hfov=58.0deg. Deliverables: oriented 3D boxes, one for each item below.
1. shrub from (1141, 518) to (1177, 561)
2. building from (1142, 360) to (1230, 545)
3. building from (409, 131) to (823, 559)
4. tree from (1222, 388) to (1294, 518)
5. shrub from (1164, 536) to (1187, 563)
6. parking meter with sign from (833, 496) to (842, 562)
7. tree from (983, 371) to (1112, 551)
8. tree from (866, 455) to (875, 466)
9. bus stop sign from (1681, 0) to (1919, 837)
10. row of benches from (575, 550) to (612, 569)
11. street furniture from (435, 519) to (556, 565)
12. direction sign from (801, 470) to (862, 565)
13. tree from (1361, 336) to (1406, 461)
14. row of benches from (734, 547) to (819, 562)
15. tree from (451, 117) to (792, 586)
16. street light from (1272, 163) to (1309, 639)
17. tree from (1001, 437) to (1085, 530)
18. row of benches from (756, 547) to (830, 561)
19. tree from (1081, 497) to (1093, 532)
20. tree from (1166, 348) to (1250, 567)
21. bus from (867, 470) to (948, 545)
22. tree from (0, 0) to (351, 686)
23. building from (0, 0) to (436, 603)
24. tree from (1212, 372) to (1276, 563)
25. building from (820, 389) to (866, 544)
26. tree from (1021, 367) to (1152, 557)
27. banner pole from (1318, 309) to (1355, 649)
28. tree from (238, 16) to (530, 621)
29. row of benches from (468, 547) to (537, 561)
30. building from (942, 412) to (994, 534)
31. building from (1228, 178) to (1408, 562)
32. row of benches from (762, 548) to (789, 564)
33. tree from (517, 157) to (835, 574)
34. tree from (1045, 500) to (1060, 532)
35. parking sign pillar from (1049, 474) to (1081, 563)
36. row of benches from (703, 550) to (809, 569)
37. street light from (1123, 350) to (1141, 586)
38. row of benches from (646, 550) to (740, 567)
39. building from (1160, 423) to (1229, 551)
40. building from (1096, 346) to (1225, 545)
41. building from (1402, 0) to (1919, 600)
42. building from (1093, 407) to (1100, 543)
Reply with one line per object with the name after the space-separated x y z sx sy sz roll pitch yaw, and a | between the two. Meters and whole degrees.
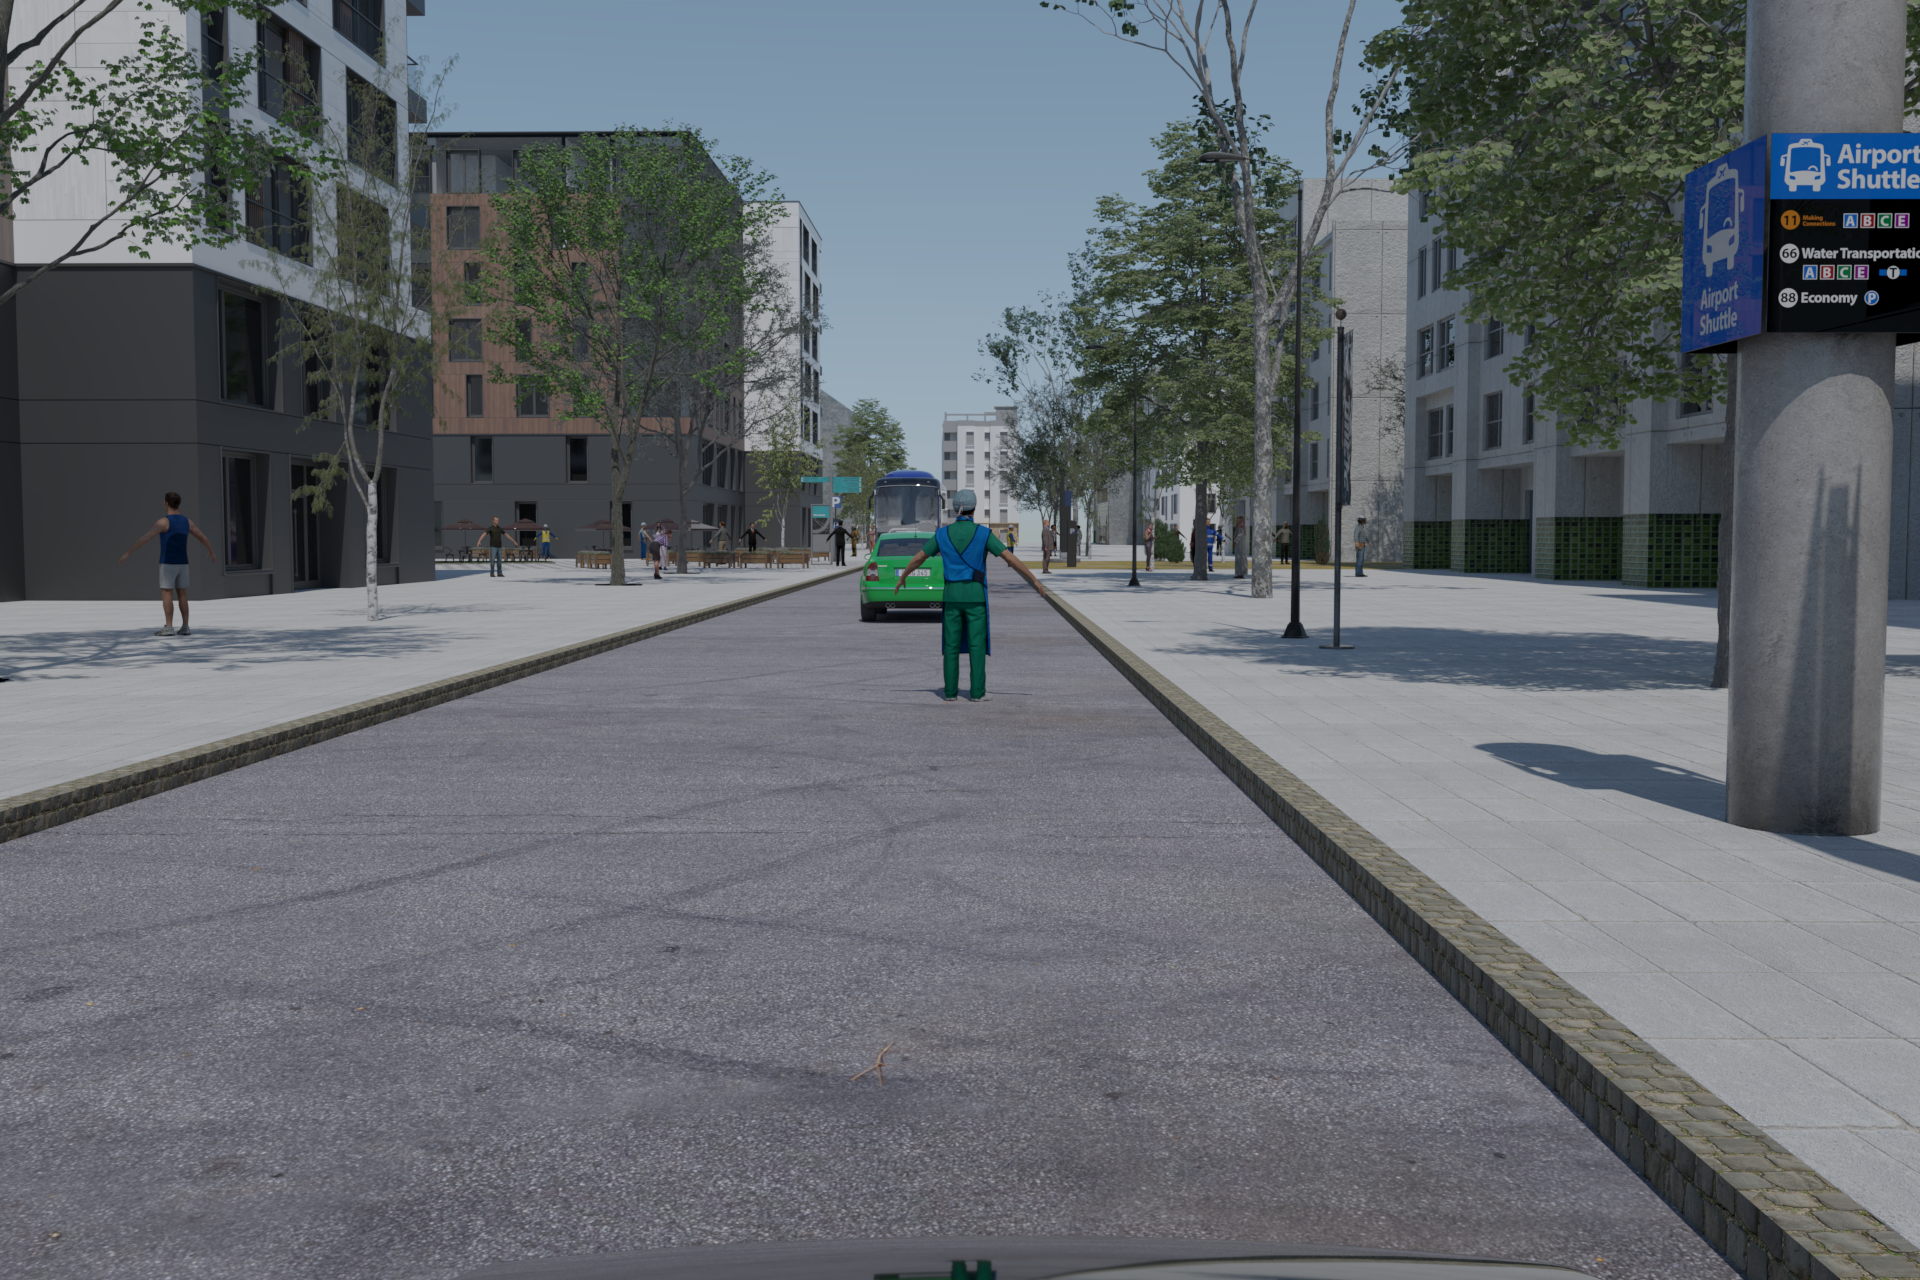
9.370 -4.712 81.453 1.690 2.028 1.600 0 3 0 | shrub
25.732 -20.717 195.141 16.016 20.090 11.380 0 4 0 | building
-23.827 -15.939 104.584 27.936 21.610 32.646 0 4 1 | building
13.741 -8.064 82.204 4.360 8.622 3.978 0 3 0 | tree
9.460 -3.963 75.909 1.383 1.207 1.383 0 3 0 | shrub
-5.702 -5.153 80.516 0.543 3.016 1.738 0 4 1 | parking meter with sign
7.157 -13.446 130.216 12.009 13.543 11.850 0 3 0 | tree
-18.181 -24.531 256.964 12.611 20.169 13.585 0 3 0 | tree
3.716 -1.133 7.535 0.837 3.901 0.837 0 4 0 | bus stop sign
-13.658 -3.003 64.564 1.422 0.672 4.104 -1 4 -22 | row of benches
-30.207 -3.918 69.094 27.439 1.986 14.083 -1 4 -13 | street furniture
-5.352 -5.133 72.693 2.525 3.948 1.411 0 4 1 | direction sign
22.084 -9.925 72.638 12.009 13.543 11.850 0 3 0 | tree
-8.581 -3.968 80.341 4.104 0.672 1.422 0 4 -5 | row of benches
-8.343 -7.156 42.759 9.928 11.665 9.643 0 3 0 | tree
4.679 -2.976 21.205 1.470 5.913 1.316 0 4 0 | street light
7.805 -13.366 152.951 8.767 10.594 7.601 0 4 -6 | tree
-8.090 -4.105 82.580 4.104 0.672 1.422 -1 4 -23 | row of benches
20.003 -18.695 256.028 4.737 8.622 4.395 0 3 0 | tree
9.507 -7.115 66.689 4.360 8.622 3.978 0 3 0 | tree
-1.900 -4.813 70.246 2.896 3.916 12.251 0 4 1 | bus
-8.606 -5.414 14.274 9.928 11.665 9.643 0 3 0 | tree
-28.482 -11.412 30.563 27.936 21.610 32.646 0 4 1 | building
11.536 -7.760 77.242 4.360 8.622 3.978 0 3 0 | tree
-22.494 -24.496 231.436 19.493 23.208 18.063 0 4 1 | building
7.054 -9.981 97.607 8.767 10.594 7.601 2 4 27 | tree
4.226 -1.779 19.104 0.401 3.779 0.863 0 4 1 | banner pole
-8.742 -4.571 25.100 4.360 8.622 3.978 0 3 0 | tree
-21.697 -4.058 81.807 4.104 0.672 1.422 2 4 32 | row of benches
-2.255 -24.459 258.785 11.380 20.090 16.016 -1 4 -9 | building
25.480 -13.966 94.802 16.747 18.905 31.486 0 4 0 | building
-8.095 -3.689 75.775 1.422 0.672 4.104 -1 4 -16 | row of benches
-8.815 -8.874 55.462 12.009 13.543 11.850 0 3 0 | tree
15.330 -18.869 258.875 4.360 8.622 3.978 0 3 0 | tree
4.725 -5.475 77.994 1.447 3.967 1.447 0 4 0 | parking sign pillar
-7.730 -3.025 64.921 4.104 0.672 1.422 1 4 11 | row of benches
4.842 -4.282 42.551 1.470 5.913 1.316 0 4 1 | street light
-10.682 -3.257 68.709 4.104 0.672 1.422 2 4 23 | row of benches
20.701 -11.382 128.240 9.099 9.664 28.070 0 4 0 | building
26.438 -23.103 208.666 19.493 23.208 18.063 0 4 0 | building
24.803 -11.153 48.817 16.747 18.905 31.486 0 4 1 | building
27.391 -22.462 233.715 16.747 18.905 31.486 0 4 1 | building
